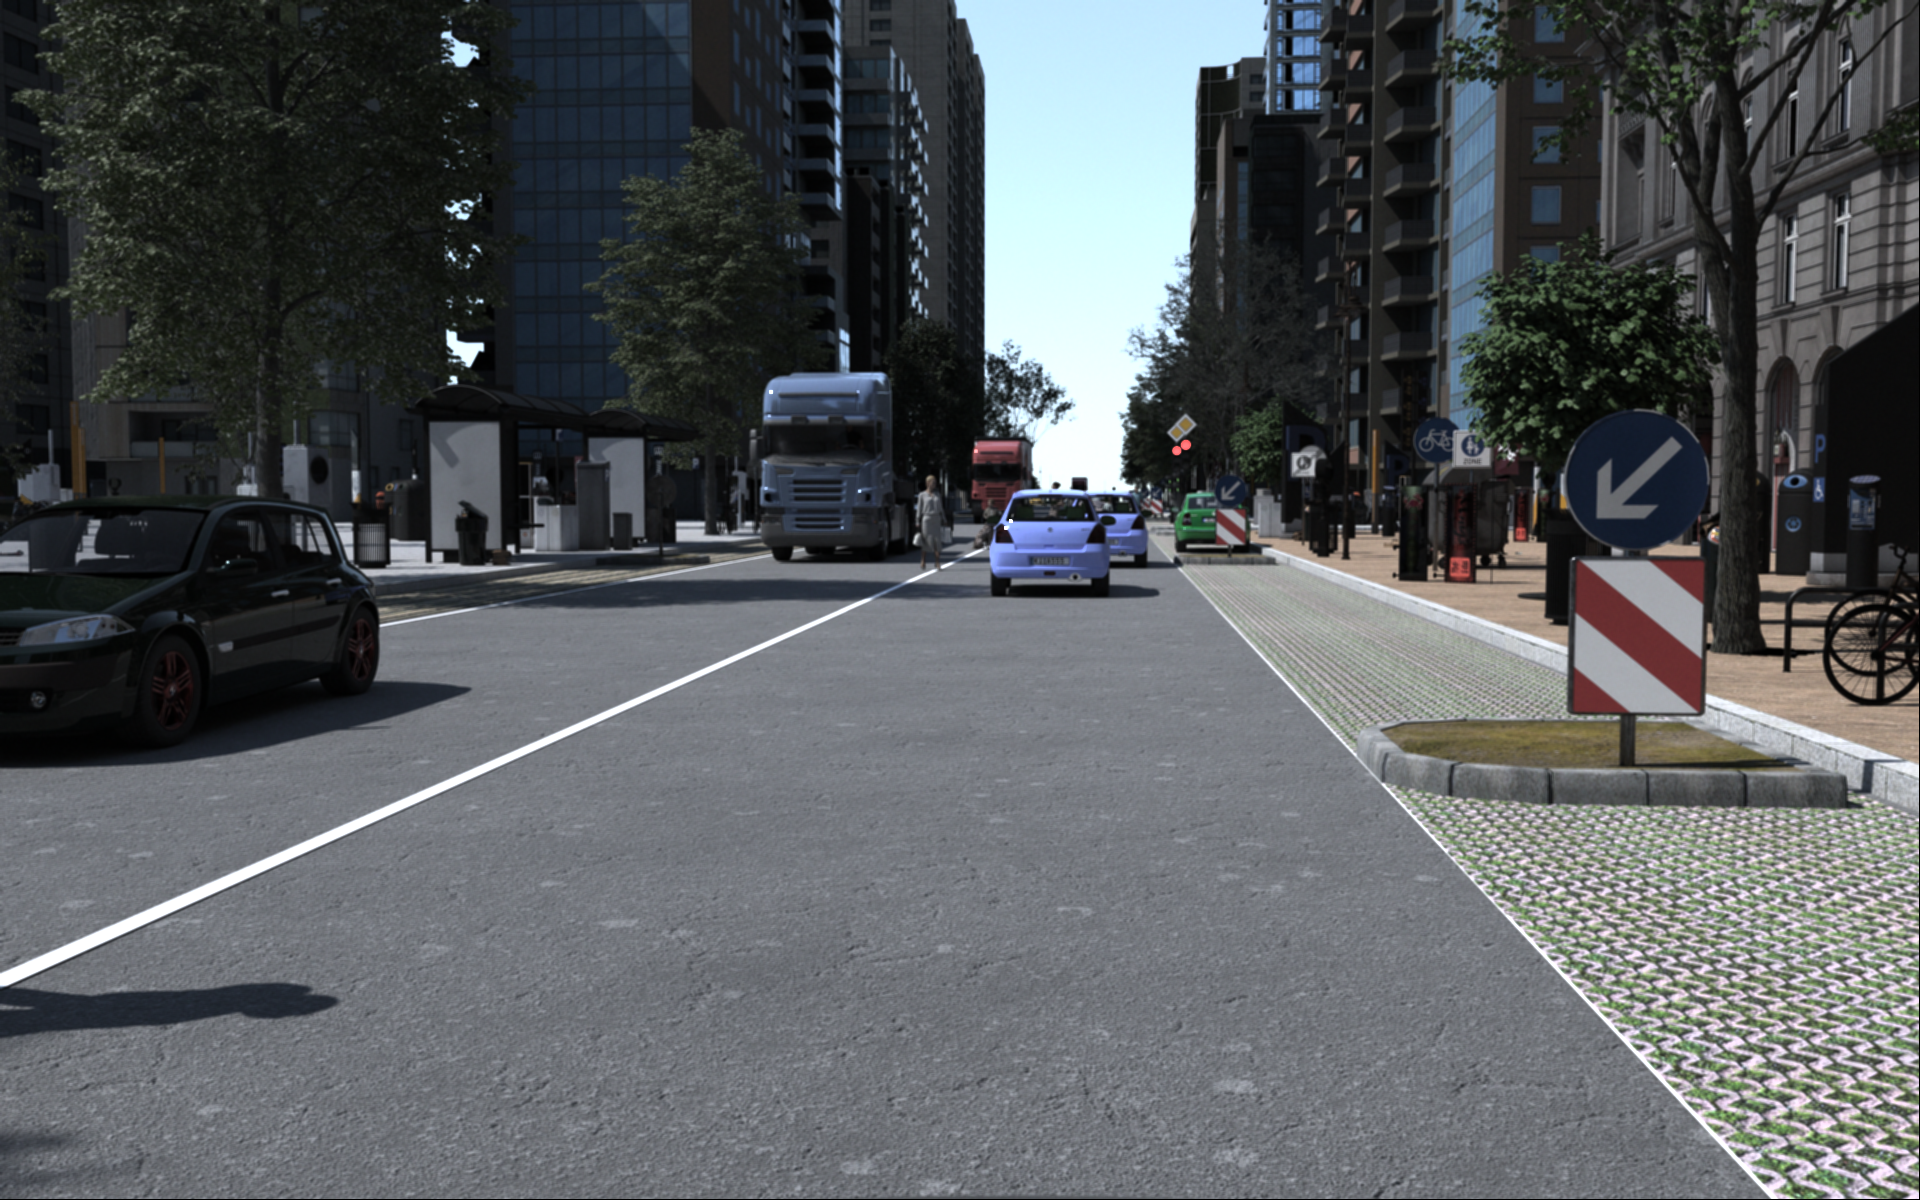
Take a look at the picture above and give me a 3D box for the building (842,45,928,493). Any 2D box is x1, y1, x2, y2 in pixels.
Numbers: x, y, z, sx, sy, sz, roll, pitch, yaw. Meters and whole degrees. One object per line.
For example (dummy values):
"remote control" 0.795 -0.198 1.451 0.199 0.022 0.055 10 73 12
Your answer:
"building" -15.408 -34.845 189.326 23.786 49.044 30.456 0 4 5

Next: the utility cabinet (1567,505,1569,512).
"utility cabinet" 19.554 -2.642 54.351 0.306 1.237 1.020 -3 4 -37

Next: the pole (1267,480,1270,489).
"pole" 21.432 -7.743 120.441 0.158 3.312 0.155 0 3 0

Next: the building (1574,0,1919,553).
"building" 23.563 -12.032 38.516 13.314 21.916 24.055 0 4 5

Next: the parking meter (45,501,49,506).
"parking meter" -42.478 -4.589 80.749 0.399 1.863 0.255 3 4 36

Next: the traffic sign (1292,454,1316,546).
"traffic sign" 8.551 -2.506 43.096 0.606 2.300 0.079 1 4 14

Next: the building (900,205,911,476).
"building" -12.518 -24.172 166.919 14.160 30.474 14.107 0 4 5

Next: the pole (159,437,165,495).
"pole" -28.742 -4.195 62.438 0.158 3.312 0.155 0 3 0

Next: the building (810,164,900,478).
"building" -13.457 -23.313 152.866 14.160 30.474 14.107 0 4 5

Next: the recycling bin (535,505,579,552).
"recycling bin" -8.985 -1.594 38.622 0.722 1.027 0.722 1 4 19

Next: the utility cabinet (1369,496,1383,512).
"utility cabinet" 18.066 -3.871 74.452 1.020 1.237 0.306 -2 4 -29

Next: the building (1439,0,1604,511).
"building" 30.684 -26.231 78.987 14.200 45.320 14.600 0 4 5

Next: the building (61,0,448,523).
"building" -34.182 -24.459 83.493 14.086 41.232 14.154 0 4 5

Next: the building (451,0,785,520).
"building" -17.549 -27.045 92.298 14.600 45.320 14.200 0 4 5

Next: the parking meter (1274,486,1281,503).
"parking meter" 9.749 -2.713 52.763 0.372 1.533 0.369 0 3 0

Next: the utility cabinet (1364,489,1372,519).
"utility cabinet" 18.774 -4.344 79.711 0.318 1.500 1.173 1 4 8

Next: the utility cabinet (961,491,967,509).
"utility cabinet" 0.335 -8.254 143.637 0.318 1.500 1.173 -1 4 -13

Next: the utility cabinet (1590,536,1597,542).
"utility cabinet" 17.074 -2.180 46.804 0.306 1.237 1.020 3 5 42

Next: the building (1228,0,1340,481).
"building" 39.891 -52.893 177.477 22.319 86.520 31.000 0 4 5

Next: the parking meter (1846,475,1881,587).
"parking meter" 11.790 -0.868 22.606 0.372 1.533 0.369 0 3 0

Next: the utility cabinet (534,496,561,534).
"utility cabinet" -13.468 -2.766 56.390 0.306 1.237 1.020 2 4 30

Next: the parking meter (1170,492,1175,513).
"parking meter" 14.625 -6.777 119.222 0.372 1.533 0.369 0 3 0

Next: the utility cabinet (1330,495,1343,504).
"utility cabinet" 17.910 -4.421 83.439 1.020 1.237 0.306 -1 4 -15

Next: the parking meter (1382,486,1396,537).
"parking meter" 12.934 -2.680 52.228 0.372 1.533 0.369 0 3 0

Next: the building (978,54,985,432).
"building" -6.234 -50.686 266.968 20.563 71.187 20.611 0 4 5

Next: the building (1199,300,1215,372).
"building" 41.592 -29.307 250.872 14.160 30.474 14.107 0 4 5

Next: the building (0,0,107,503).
"building" -59.064 -39.806 89.082 20.611 71.187 20.563 0 4 5

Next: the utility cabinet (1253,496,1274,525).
"utility cabinet" 12.615 -3.679 71.317 1.020 1.237 0.306 1 4 15

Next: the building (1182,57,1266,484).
"building" 47.560 -52.023 288.829 20.563 71.187 20.611 0 4 5

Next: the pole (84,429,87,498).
"pole" -27.303 -3.673 53.903 0.158 3.312 0.155 0 3 0

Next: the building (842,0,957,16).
"building" -8.815 -49.437 246.541 20.563 71.187 20.611 0 4 5

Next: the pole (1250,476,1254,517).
"pole" 16.456 -6.341 97.514 0.158 3.312 0.155 0 3 0

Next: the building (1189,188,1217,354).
"building" 46.738 -39.434 268.447 21.300 48.544 21.600 0 4 5

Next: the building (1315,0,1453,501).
"building" 33.174 -27.437 103.224 22.147 44.769 28.867 0 4 5

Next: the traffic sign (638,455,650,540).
"traffic sign" -8.993 -2.943 48.219 0.768 2.556 0.104 0 4 7

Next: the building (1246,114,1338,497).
"building" 29.206 -22.197 134.620 14.160 30.474 14.107 0 4 5

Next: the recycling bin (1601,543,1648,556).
"recycling bin" 13.626 -1.408 35.571 0.722 1.027 0.722 -2 4 -25

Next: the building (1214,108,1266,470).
"building" 37.177 -33.739 201.750 14.600 45.320 14.200 0 4 5

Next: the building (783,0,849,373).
"building" -19.300 -49.491 121.845 22.319 86.520 31.000 0 4 5

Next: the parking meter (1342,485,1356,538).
"parking meter" 11.290 -2.560 50.261 0.372 1.533 0.369 0 3 0

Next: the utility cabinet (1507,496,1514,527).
"utility cabinet" 21.339 -3.475 67.979 0.306 1.237 1.020 -1 4 -17

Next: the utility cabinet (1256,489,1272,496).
"utility cabinet" 12.951 -3.980 73.750 0.318 1.500 1.173 2 4 28

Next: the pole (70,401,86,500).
"pole" -19.521 -2.717 38.268 0.158 3.312 0.155 0 3 0

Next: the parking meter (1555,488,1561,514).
"parking meter" 24.444 -3.800 70.535 0.372 1.533 0.369 0 3 0

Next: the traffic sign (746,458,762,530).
"traffic sign" -7.138 -3.700 60.606 0.768 2.556 0.104 1 4 11

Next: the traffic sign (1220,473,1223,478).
"traffic sign" 14.146 -5.826 95.361 0.768 2.556 0.104 1 4 9

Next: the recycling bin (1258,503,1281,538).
"recycling bin" 9.192 -2.348 50.949 0.722 1.027 0.722 1 4 19

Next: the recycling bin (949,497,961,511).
"recycling bin" -0.372 -7.073 128.204 0.722 1.027 0.722 3 4 38

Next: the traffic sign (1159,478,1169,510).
"traffic sign" 16.382 -8.497 139.034 0.768 2.556 0.104 1 4 12

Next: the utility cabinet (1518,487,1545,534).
"utility cabinet" 18.178 -2.830 54.956 1.173 1.500 0.318 -1 4 -18

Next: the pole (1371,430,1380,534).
"pole" 13.198 -3.740 54.987 0.158 3.312 0.155 0 3 0
